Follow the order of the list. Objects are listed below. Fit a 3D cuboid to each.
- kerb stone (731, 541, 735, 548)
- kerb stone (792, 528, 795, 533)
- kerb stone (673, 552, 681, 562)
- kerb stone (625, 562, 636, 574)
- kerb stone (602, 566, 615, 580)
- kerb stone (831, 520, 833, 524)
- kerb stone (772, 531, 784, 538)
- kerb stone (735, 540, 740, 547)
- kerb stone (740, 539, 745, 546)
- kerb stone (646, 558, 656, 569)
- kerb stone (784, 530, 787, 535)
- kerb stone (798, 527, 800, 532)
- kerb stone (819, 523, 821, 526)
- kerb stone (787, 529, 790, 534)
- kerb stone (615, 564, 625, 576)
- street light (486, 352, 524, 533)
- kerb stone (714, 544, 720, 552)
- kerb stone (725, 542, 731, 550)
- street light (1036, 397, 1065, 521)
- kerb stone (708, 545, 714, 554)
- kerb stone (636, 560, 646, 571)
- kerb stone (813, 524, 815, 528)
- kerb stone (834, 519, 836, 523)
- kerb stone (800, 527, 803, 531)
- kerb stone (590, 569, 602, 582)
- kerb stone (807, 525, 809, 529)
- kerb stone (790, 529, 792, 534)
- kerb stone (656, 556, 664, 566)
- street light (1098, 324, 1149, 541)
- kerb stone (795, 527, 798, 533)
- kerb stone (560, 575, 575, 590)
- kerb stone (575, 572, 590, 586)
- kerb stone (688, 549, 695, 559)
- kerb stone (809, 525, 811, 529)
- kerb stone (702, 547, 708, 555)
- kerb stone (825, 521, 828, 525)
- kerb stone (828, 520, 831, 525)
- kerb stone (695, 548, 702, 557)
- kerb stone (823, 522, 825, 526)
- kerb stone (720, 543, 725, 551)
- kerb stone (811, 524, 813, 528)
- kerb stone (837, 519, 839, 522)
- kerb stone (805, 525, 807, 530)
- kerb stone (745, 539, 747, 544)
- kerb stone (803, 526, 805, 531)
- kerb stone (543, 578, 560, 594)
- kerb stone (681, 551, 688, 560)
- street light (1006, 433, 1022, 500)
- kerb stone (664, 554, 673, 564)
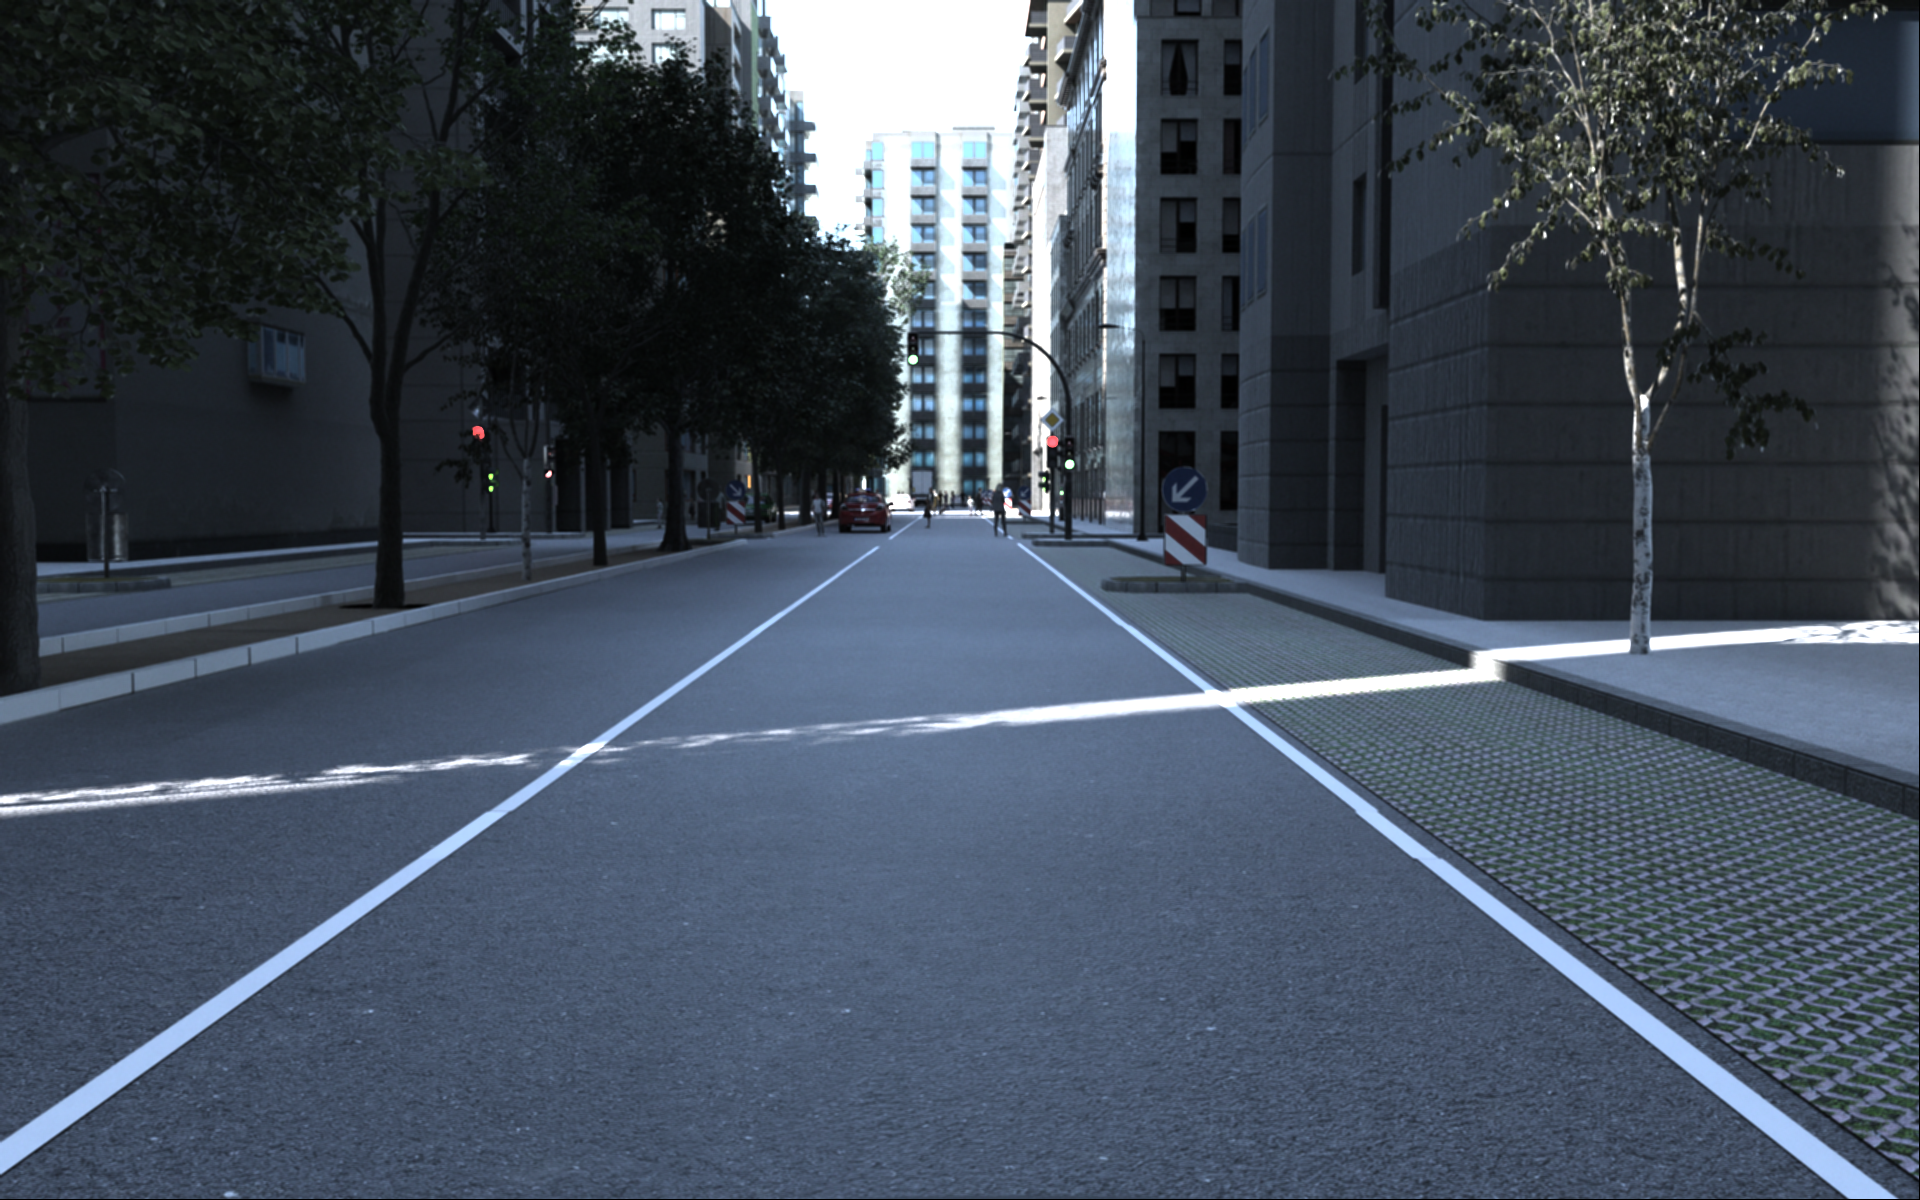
[{"bbox_3d":[-6.125,-1.440,45.747,0.120,0.150,1.000,0,4,0],"label":"kerb stone"},{"bbox_3d":[-6.175,-2.480,62.746,0.120,0.150,1.000,0,4,0],"label":"kerb stone"},{"bbox_3d":[-6.083,-0.876,36.520,0.120,0.150,1.000,0,4,0],"label":"kerb stone"},{"bbox_3d":[-6.069,-0.563,31.396,0.120,0.150,1.000,0,4,0],"label":"kerb stone"},{"bbox_3d":[-6.055,-0.437,29.348,0.120,0.150,1.000,0,4,0],"label":"kerb stone"},{"bbox_3d":[-6.250,-3.670,82.196,0.120,0.150,1.000,0,4,0],"label":"kerb stone"},{"bbox_3d":[-6.163,-2.223,58.646,0.120,0.150,1.000,0,4,0],"label":"kerb stone"},{"bbox_3d":[-6.123,-1.503,46.777,0.120,0.150,1.000,0,4,0],"label":"kerb stone"},{"bbox_3d":[-6.124,-1.566,47.799,0.120,0.150,1.000,0,4,0],"label":"kerb stone"},{"bbox_3d":[-6.063,-0.688,33.451,0.120,0.150,1.000,0,4,0],"label":"kerb stone"},{"bbox_3d":[-6.167,-2.289,59.679,0.120,0.150,1.000,0,4,0],"label":"kerb stone"},{"bbox_3d":[-6.191,-2.602,64.791,0.120,0.150,1.000,0,4,0],"label":"kerb stone"},{"bbox_3d":[-6.228,-3.232,75.032,0.120,0.150,1.000,0,4,0],"label":"kerb stone"},{"bbox_3d":[-6.169,-2.347,60.702,0.120,0.150,1.000,0,4,0],"label":"kerb stone"},{"bbox_3d":[-6.067,-0.500,30.371,0.120,0.150,1.000,0,4,0],"label":"kerb stone"},{"bbox_3d":[-14.805,-5.134,56.481,1.470,5.913,1.316,0,4,0],"label":"street light"},{"bbox_3d":[-6.111,-1.252,42.672,0.120,0.150,1.000,0,4,0],"label":"kerb stone"},{"bbox_3d":[-6.115,-1.373,44.725,0.120,0.150,1.000,0,4,0],"label":"kerb stone"},{"bbox_3d":[4.347,-6.750,82.895,1.470,5.913,1.316,0,4,0],"label":"street light"},{"bbox_3d":[-6.105,-1.189,41.650,0.120,0.150,1.000,0,4,0],"label":"kerb stone"},{"bbox_3d":[-6.071,-0.625,32.418,0.120,0.150,1.000,0,4,0],"label":"kerb stone"},{"bbox_3d":[-6.220,-3.044,71.959,0.120,0.150,1.000,0,4,0],"label":"kerb stone"},{"bbox_3d":[-6.259,-3.791,84.246,0.120,0.150,1.000,0,4,0],"label":"kerb stone"},{"bbox_3d":[-6.185,-2.664,65.813,0.120,0.150,1.000,0,4,0],"label":"kerb stone"},{"bbox_3d":[-6.058,-0.375,28.326,0.120,0.150,1.000,0,4,0],"label":"kerb stone"},{"bbox_3d":[-6.198,-2.848,68.888,0.120,0.150,1.000,0,4,0],"label":"kerb stone"},{"bbox_3d":[-6.179,-2.416,61.724,0.120,0.150,1.000,0,4,0],"label":"kerb stone"},{"bbox_3d":[-6.081,-0.751,34.476,0.120,0.150,1.000,0,4,0],"label":"kerb stone"},{"bbox_3d":[4.473,-4.580,47.432,1.470,5.913,1.316,0,4,0],"label":"street light"},{"bbox_3d":[-6.181,-2.539,63.769,0.120,0.150,1.000,0,4,0],"label":"kerb stone"},{"bbox_3d":[-6.045,-0.250,26.282,0.120,0.150,1.000,0,4,0],"label":"kerb stone"},{"bbox_3d":[-6.044,-0.312,27.304,0.120,0.150,1.000,0,4,0],"label":"kerb stone"},{"bbox_3d":[-6.088,-1.001,38.566,0.120,0.150,1.000,0,4,0],"label":"kerb stone"},{"bbox_3d":[-6.205,-2.913,69.910,0.120,0.150,1.000,0,4,0],"label":"kerb stone"},{"bbox_3d":[-6.098,-1.127,40.627,0.120,0.150,1.000,0,4,0],"label":"kerb stone"},{"bbox_3d":[-6.232,-3.482,79.127,0.120,0.150,1.000,0,4,0],"label":"kerb stone"},{"bbox_3d":[-6.239,-3.607,81.174,0.120,0.150,1.000,0,4,0],"label":"kerb stone"},{"bbox_3d":[-6.097,-1.065,39.603,0.120,0.150,1.000,0,4,0],"label":"kerb stone"},{"bbox_3d":[-6.223,-3.357,77.077,0.120,0.150,1.000,0,4,0],"label":"kerb stone"},{"bbox_3d":[-6.113,-1.314,43.696,0.120,0.150,1.000,0,4,0],"label":"kerb stone"},{"bbox_3d":[-6.210,-2.981,70.932,0.120,0.150,1.000,0,4,0],"label":"kerb stone"},{"bbox_3d":[-6.265,-3.920,86.295,0.120,0.150,1.000,0,4,0],"label":"kerb stone"},{"bbox_3d":[-6.197,-2.793,67.865,0.120,0.150,1.000,0,4,0],"label":"kerb stone"},{"bbox_3d":[-6.126,-1.629,48.823,0.120,0.150,1.000,0,4,0],"label":"kerb stone"},{"bbox_3d":[-6.195,-2.729,66.838,0.120,0.150,1.000,0,4,0],"label":"kerb stone"},{"bbox_3d":[-6.045,-0.187,25.256,0.120,0.150,1.000,0,4,0],"label":"kerb stone"},{"bbox_3d":[-6.086,-0.937,37.542,0.120,0.150,1.000,0,4,0],"label":"kerb stone"},{"bbox_3d":[4.135,-9.730,131.620,1.470,5.913,1.316,0,4,0],"label":"street light"},{"bbox_3d":[-6.077,-0.814,35.498,0.120,0.150,1.000,0,4,0],"label":"kerb stone"}]
